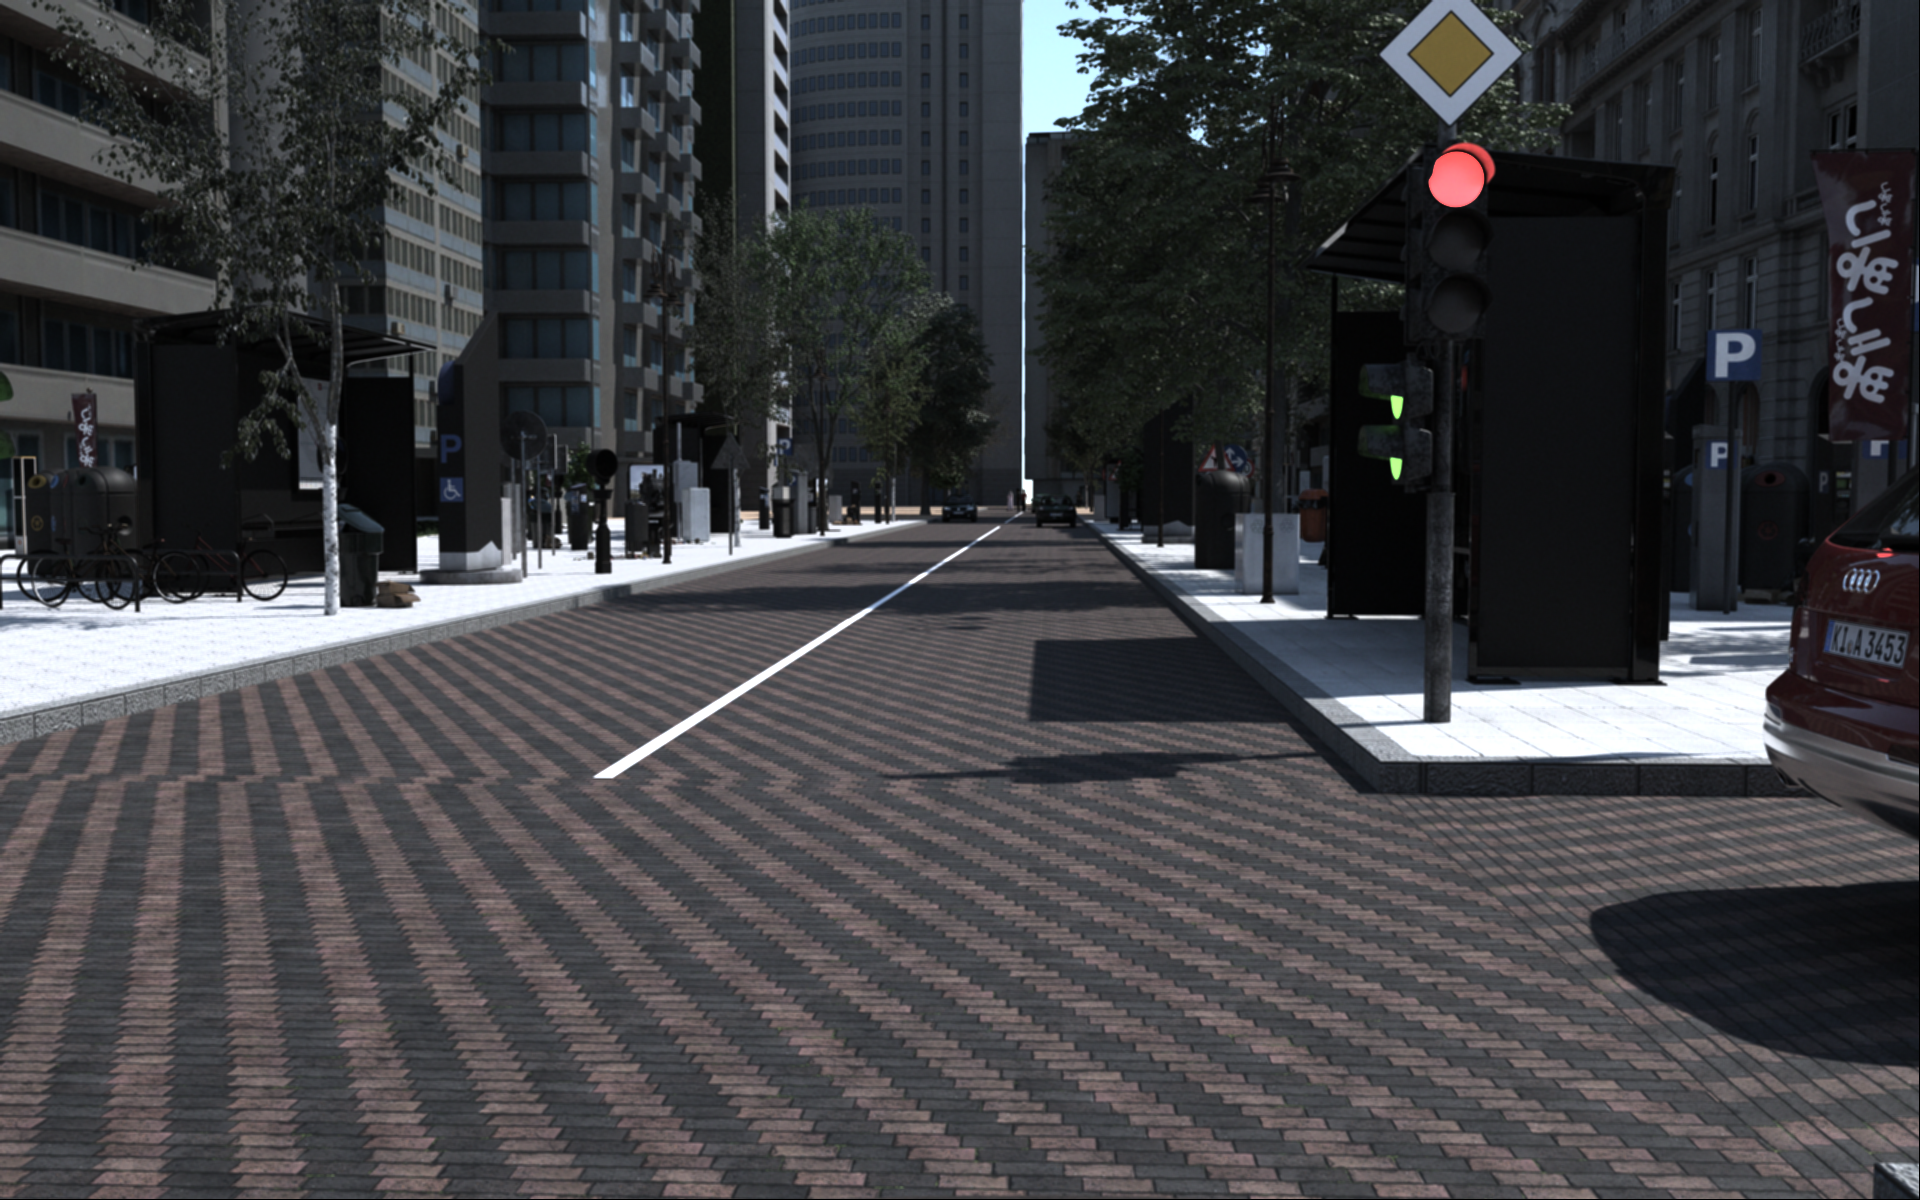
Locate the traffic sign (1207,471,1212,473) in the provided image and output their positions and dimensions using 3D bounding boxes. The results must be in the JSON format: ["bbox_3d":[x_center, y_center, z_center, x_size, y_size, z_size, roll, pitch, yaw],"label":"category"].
[{"bbox_3d":[10.228,-4.203,69.900,0.795,2.450,0.064,0,4,4],"label":"traffic sign"}]

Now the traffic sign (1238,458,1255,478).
[{"bbox_3d":[9.794,-3.652,59.822,0.768,2.556,0.104,0,4,7],"label":"traffic sign"}]

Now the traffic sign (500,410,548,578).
[{"bbox_3d":[-6.667,-1.610,26.428,0.768,2.556,0.104,0,4,7],"label":"traffic sign"}]

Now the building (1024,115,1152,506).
[{"bbox_3d":[14.001,-30.928,189.270,14.086,41.232,14.154,0,4,3],"label":"building"}]

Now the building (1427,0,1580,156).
[{"bbox_3d":[27.800,-17.378,71.517,14.401,28.519,23.554,0,4,3],"label":"building"}]

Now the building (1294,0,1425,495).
[{"bbox_3d":[32.420,-29.340,103.412,21.300,48.544,21.600,0,4,3],"label":"building"}]

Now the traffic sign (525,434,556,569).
[{"bbox_3d":[-7.223,-1.688,29.733,0.606,2.300,0.079,1,4,12],"label":"traffic sign"}]

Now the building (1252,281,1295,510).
[{"bbox_3d":[37.670,-17.450,130.342,27.650,21.520,28.899,0,4,3],"label":"building"}]

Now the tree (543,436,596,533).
[{"bbox_3d":[-12.640,-3.873,57.918,1.663,3.219,1.824,0,3,0],"label":"tree"}]

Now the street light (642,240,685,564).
[{"bbox_3d":[-5.406,-3.607,31.762,0.468,5.910,1.993,0,4,3],"label":"street light"}]

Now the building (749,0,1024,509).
[{"bbox_3d":[-7.106,-39.753,191.966,28.212,58.520,21.231,0,4,3],"label":"building"}]

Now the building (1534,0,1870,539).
[{"bbox_3d":[25.870,-12.613,48.028,13.314,21.916,24.055,0,4,3],"label":"building"}]

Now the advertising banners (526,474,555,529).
[{"bbox_3d":[-15.557,-4.074,62.805,2.074,3.025,0.090,-1,4,-18],"label":"advertising banners"}]

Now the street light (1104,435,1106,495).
[{"bbox_3d":[7.052,-6.822,84.327,0.468,5.910,1.993,0,4,3],"label":"street light"}]

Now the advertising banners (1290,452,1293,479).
[{"bbox_3d":[13.692,-4.663,72.432,0.090,3.025,2.074,0,4,-1],"label":"advertising banners"}]

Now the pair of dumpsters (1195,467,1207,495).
[{"bbox_3d":[8.633,-3.746,63.744,1.574,2.255,4.437,0,4,3],"label":"pair of dumpsters"}]

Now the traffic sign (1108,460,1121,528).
[{"bbox_3d":[6.058,-4.016,65.663,0.884,2.594,0.081,1,4,10],"label":"traffic sign"}]

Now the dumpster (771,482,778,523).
[{"bbox_3d":[-7.595,-4.300,76.068,1.264,1.857,1.865,0,4,3],"label":"dumpster"}]

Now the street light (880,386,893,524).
[{"bbox_3d":[-3.108,-6.195,74.077,0.468,5.910,1.993,0,4,3],"label":"street light"}]

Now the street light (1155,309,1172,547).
[{"bbox_3d":[4.855,-4.220,41.778,0.468,5.910,1.993,0,4,3],"label":"street light"}]

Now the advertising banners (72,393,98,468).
[{"bbox_3d":[-14.495,-2.068,29.997,2.074,3.025,0.090,1,4,16],"label":"advertising banners"}]

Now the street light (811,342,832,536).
[{"bbox_3d":[-4.218,-4.901,52.918,0.468,5.910,1.993,0,4,3],"label":"street light"}]

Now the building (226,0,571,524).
[{"bbox_3d":[-33.290,-23.104,69.627,32.217,40.220,23.993,0,4,3],"label":"building"}]

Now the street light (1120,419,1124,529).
[{"bbox_3d":[5.914,-5.528,63.169,0.468,5.910,1.993,0,4,3],"label":"street light"}]

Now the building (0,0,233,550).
[{"bbox_3d":[-31.607,-25.319,37.667,21.300,48.544,21.600,0,4,3],"label":"building"}]

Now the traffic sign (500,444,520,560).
[{"bbox_3d":[-8.699,-2.057,33.739,0.768,2.556,0.104,1,4,9],"label":"traffic sign"}]

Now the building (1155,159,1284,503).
[{"bbox_3d":[33.433,-30.851,196.288,23.993,40.220,32.217,0,4,3],"label":"building"}]

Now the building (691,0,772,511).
[{"bbox_3d":[-28.036,-36.400,137.133,28.212,58.520,21.231,0,4,3],"label":"building"}]

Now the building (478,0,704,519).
[{"bbox_3d":[-27.806,-29.477,101.559,23.786,49.044,30.456,0,4,3],"label":"building"}]

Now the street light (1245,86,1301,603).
[{"bbox_3d":[3.621,-2.901,20.218,0.468,5.910,1.993,0,4,3],"label":"street light"}]

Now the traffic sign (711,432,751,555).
[{"bbox_3d":[-4.827,-2.226,36.392,0.884,2.594,0.081,1,4,13],"label":"traffic sign"}]

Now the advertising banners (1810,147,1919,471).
[{"bbox_3d":[5.348,-0.770,8.771,2.074,3.025,0.090,0,4,7],"label":"advertising banners"}]

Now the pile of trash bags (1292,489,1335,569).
[{"bbox_3d":[7.186,-1.287,30.796,3.447,1.369,1.912,-3,5,-41],"label":"pile of trash bags"}]

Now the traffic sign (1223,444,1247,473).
[{"bbox_3d":[6.960,-2.707,44.357,0.768,2.556,0.104,0,4,7],"label":"traffic sign"}]

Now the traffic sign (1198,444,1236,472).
[{"bbox_3d":[6.052,-2.499,40.859,0.884,2.594,0.081,0,4,7],"label":"traffic sign"}]

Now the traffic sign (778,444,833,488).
[{"bbox_3d":[-6.347,-4.712,70.911,2.265,3.308,0.079,0,4,4],"label":"traffic sign"}]

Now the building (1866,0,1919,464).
[{"bbox_3d":[33.358,-12.779,28.008,30.058,24.678,14.314,0,4,3],"label":"building"}]

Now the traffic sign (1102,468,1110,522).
[{"bbox_3d":[6.795,-4.776,78.193,0.768,2.556,0.104,0,4,6],"label":"traffic sign"}]

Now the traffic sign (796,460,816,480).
[{"bbox_3d":[-5.785,-3.981,65.194,0.768,2.556,0.104,0,4,5],"label":"traffic sign"}]

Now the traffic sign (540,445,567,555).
[{"bbox_3d":[-8.479,-2.077,36.082,0.606,2.300,0.079,0,4,4],"label":"traffic sign"}]
